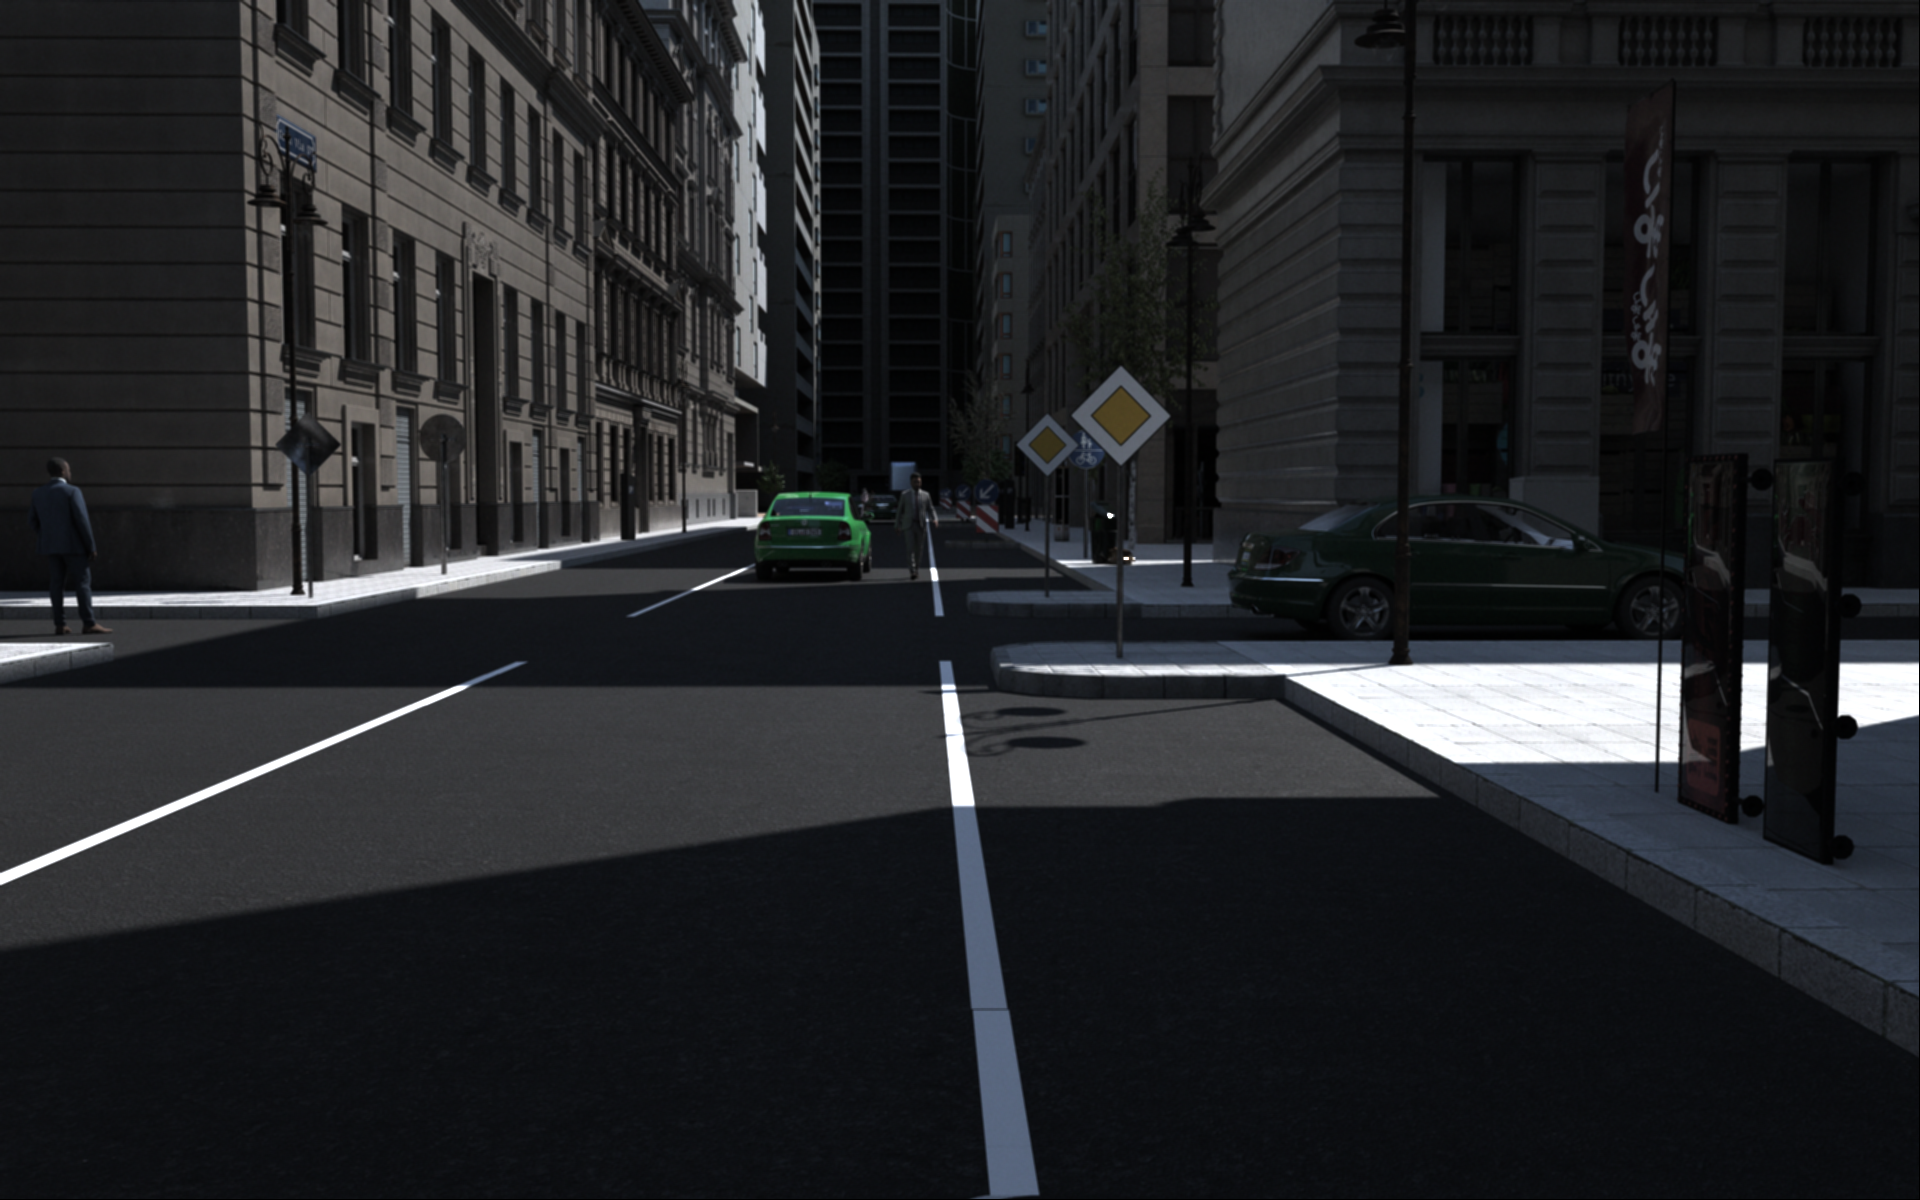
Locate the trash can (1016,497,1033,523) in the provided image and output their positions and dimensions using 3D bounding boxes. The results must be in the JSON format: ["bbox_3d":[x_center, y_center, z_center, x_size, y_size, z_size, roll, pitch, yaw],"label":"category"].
[{"bbox_3d":[2.877,-4.037,77.656,0.748,1.137,0.748,0,3,0],"label":"trash can"}]

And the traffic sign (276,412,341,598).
[{"bbox_3d":[-8.012,-1.081,21.318,0.795,2.450,0.064,0,4,-1],"label":"traffic sign"}]

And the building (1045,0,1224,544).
[{"bbox_3d":[13.788,-15.677,60.834,19.350,26.468,34.151,0,4,-1],"label":"building"}]

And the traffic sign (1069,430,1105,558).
[{"bbox_3d":[2.510,-2.105,34.517,0.768,2.556,0.104,0,4,3],"label":"traffic sign"}]

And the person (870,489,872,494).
[{"bbox_3d":[-8.087,-9.194,158.450,1.348,1.869,0.705,-2,4,-32],"label":"person"}]

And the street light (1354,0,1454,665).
[{"bbox_3d":[3.326,-2.453,12.893,0.468,5.910,1.993,0,4,-1],"label":"street light"}]

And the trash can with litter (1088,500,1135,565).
[{"bbox_3d":[2.826,-1.245,31.744,0.624,1.170,1.055,-2,4,-33],"label":"trash can with litter"}]

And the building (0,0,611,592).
[{"bbox_3d":[-15.167,-14.480,34.007,12.463,27.353,25.104,0,4,-1],"label":"building"}]

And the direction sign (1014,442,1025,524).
[{"bbox_3d":[2.588,-5.075,74.977,0.379,3.537,0.876,2,4,32],"label":"direction sign"}]

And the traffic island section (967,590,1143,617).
[{"bbox_3d":[1.104,0.044,21.564,2.009,0.180,2.903,0,4,-1],"label":"traffic island section"}]

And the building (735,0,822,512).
[{"bbox_3d":[-24.034,-32.803,160.031,21.600,48.544,21.300,0,4,-1],"label":"building"}]

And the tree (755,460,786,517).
[{"bbox_3d":[-10.672,-6.261,96.975,1.663,3.219,1.824,0,3,0],"label":"tree"}]

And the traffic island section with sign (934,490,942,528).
[{"bbox_3d":[0.018,-3.999,74.016,1.989,1.847,2.006,0,4,-1],"label":"traffic island section with sign"}]

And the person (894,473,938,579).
[{"bbox_3d":[-0.750,-1.251,29.229,0.678,1.792,0.850,-1,4,-13],"label":"person"}]

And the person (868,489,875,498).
[{"bbox_3d":[-5.242,-5.770,103.546,1.217,1.736,0.721,3,4,38],"label":"person"}]

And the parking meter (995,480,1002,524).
[{"bbox_3d":[1.681,-4.130,73.237,0.255,1.863,0.399,3,5,42],"label":"parking meter"}]

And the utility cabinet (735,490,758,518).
[{"bbox_3d":[-11.518,-5.179,93.361,1.173,1.500,0.318,1,4,12],"label":"utility cabinet"}]

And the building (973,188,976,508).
[{"bbox_3d":[8.230,-24.042,164.789,14.160,30.474,14.107,0,4,-1],"label":"building"}]

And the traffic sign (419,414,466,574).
[{"bbox_3d":[-8.255,-1.684,27.638,0.768,2.556,0.104,0,4,5],"label":"traffic sign"}]

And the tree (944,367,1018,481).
[{"bbox_3d":[1.282,-9.142,99.826,4.360,8.622,3.978,0,3,0],"label":"tree"}]

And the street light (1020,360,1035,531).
[{"bbox_3d":[2.337,-5.339,60.083,0.468,5.910,1.993,0,4,-1],"label":"street light"}]

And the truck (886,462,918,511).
[{"bbox_3d":[-4.517,-9.117,138.817,2.967,4.110,18.799,0,4,-2],"label":"truck"}]

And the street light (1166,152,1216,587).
[{"bbox_3d":[3.158,-3.125,23.881,0.468,5.910,1.993,0,4,-1],"label":"street light"}]

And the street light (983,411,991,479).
[{"bbox_3d":[1.508,-7.544,96.130,0.468,5.910,1.993,0,4,-1],"label":"street light"}]

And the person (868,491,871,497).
[{"bbox_3d":[-7.932,-8.617,150.095,0.721,1.736,1.217,-2,4,-27],"label":"person"}]

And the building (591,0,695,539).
[{"bbox_3d":[-15.128,-11.730,56.417,10.561,19.102,19.286,0,4,-1],"label":"building"}]

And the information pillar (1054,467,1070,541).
[{"bbox_3d":[2.767,-2.599,46.982,0.304,2.012,0.304,3,4,38],"label":"information pillar"}]

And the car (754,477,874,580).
[{"bbox_3d":[-2.516,-1.318,30.342,1.959,1.807,4.718,0,4,0],"label":"car"}]

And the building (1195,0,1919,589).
[{"bbox_3d":[14.118,-12.147,27.486,19.941,23.489,11.050,0,4,-1],"label":"building"}]

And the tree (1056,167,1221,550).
[{"bbox_3d":[4.056,-5.486,40.051,4.737,8.622,4.395,0,3,0],"label":"tree"}]

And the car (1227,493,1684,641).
[{"bbox_3d":[5.172,-0.341,17.372,4.920,1.459,2.131,0,4,-2],"label":"car"}]

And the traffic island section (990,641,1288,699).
[{"bbox_3d":[1.270,0.532,13.581,2.009,0.180,2.903,0,4,-1],"label":"traffic island section"}]

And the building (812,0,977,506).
[{"bbox_3d":[-6.143,-45.932,189.238,20.611,71.187,20.563,0,4,-1],"label":"building"}]

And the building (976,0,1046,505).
[{"bbox_3d":[12.318,-31.975,146.498,21.300,48.544,21.600,0,4,-1],"label":"building"}]

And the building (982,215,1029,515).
[{"bbox_3d":[15.823,-16.950,122.171,27.650,21.520,28.899,0,4,-1],"label":"building"}]

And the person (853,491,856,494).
[{"bbox_3d":[-8.995,-8.357,145.927,0.721,1.735,1.217,3,4,38],"label":"person"}]

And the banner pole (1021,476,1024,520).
[{"bbox_3d":[3.001,-5.838,85.472,0.401,3.779,0.863,0,4,8],"label":"banner pole"}]

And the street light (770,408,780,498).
[{"bbox_3d":[-9.955,-7.365,93.213,0.468,5.910,1.993,0,4,-1],"label":"street light"}]

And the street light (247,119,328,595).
[{"bbox_3d":[-8.446,-3.005,21.914,0.468,5.910,1.993,0,4,-1],"label":"street light"}]

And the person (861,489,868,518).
[{"bbox_3d":[-5.460,-5.499,99.075,0.621,1.740,0.551,-1,4,-13],"label":"person"}]

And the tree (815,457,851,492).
[{"bbox_3d":[-11.247,-10.365,153.178,4.285,4.588,4.351,0,3,0],"label":"tree"}]

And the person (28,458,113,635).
[{"bbox_3d":[-9.120,-0.550,17.682,0.721,1.800,0.419,0,3,0],"label":"person"}]

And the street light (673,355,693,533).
[{"bbox_3d":[-9.194,-5.186,57.579,0.468,5.910,1.993,0,4,-1],"label":"street light"}]

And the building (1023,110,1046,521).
[{"bbox_3d":[8.550,-14.551,87.057,9.793,20.994,18.267,0,4,-1],"label":"building"}]

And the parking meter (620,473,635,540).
[{"bbox_3d":[-9.264,-2.606,48.318,0.255,1.863,0.399,2,4,27],"label":"parking meter"}]

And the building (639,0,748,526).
[{"bbox_3d":[-17.467,-17.742,77.465,14.401,28.519,23.554,0,4,-1],"label":"building"}]

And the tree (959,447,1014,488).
[{"bbox_3d":[1.634,-7.430,105.199,4.285,4.588,4.351,0,3,0],"label":"tree"}]

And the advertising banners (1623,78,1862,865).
[{"bbox_3d":[3.002,-0.652,6.845,0.090,3.025,2.074,0,3,0],"label":"advertising banners"}]

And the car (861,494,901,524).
[{"bbox_3d":[-3.733,-4.392,83.607,2.131,1.459,4.920,0,4,-2],"label":"car"}]

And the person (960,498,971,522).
[{"bbox_3d":[0.254,-4.879,88.082,0.655,1.846,0.447,-2,4,-29],"label":"person"}]

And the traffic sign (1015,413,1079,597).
[{"bbox_3d":[1.080,-1.091,21.487,0.795,2.450,0.064,0,4,-1],"label":"traffic sign"}]

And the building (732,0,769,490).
[{"bbox_3d":[-30.288,-36.987,193.976,27.495,52.752,28.713,0,4,-1],"label":"building"}]

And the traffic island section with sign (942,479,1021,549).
[{"bbox_3d":[0.587,-2.316,46.491,1.989,1.847,2.006,0,4,-1],"label":"traffic island section with sign"}]

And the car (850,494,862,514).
[{"bbox_3d":[-6.886,-6.245,111.894,2.009,1.686,4.222,0,4,-1],"label":"car"}]

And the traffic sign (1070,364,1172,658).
[{"bbox_3d":[1.246,-0.603,13.503,0.795,2.450,0.064,0,4,-1],"label":"traffic sign"}]

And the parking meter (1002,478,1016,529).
[{"bbox_3d":[1.854,-3.561,63.929,0.399,1.863,0.255,0,4,1],"label":"parking meter"}]

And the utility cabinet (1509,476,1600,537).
[{"bbox_3d":[7.481,-0.806,21.862,1.173,1.500,0.318,-1,4,-22],"label":"utility cabinet"}]
